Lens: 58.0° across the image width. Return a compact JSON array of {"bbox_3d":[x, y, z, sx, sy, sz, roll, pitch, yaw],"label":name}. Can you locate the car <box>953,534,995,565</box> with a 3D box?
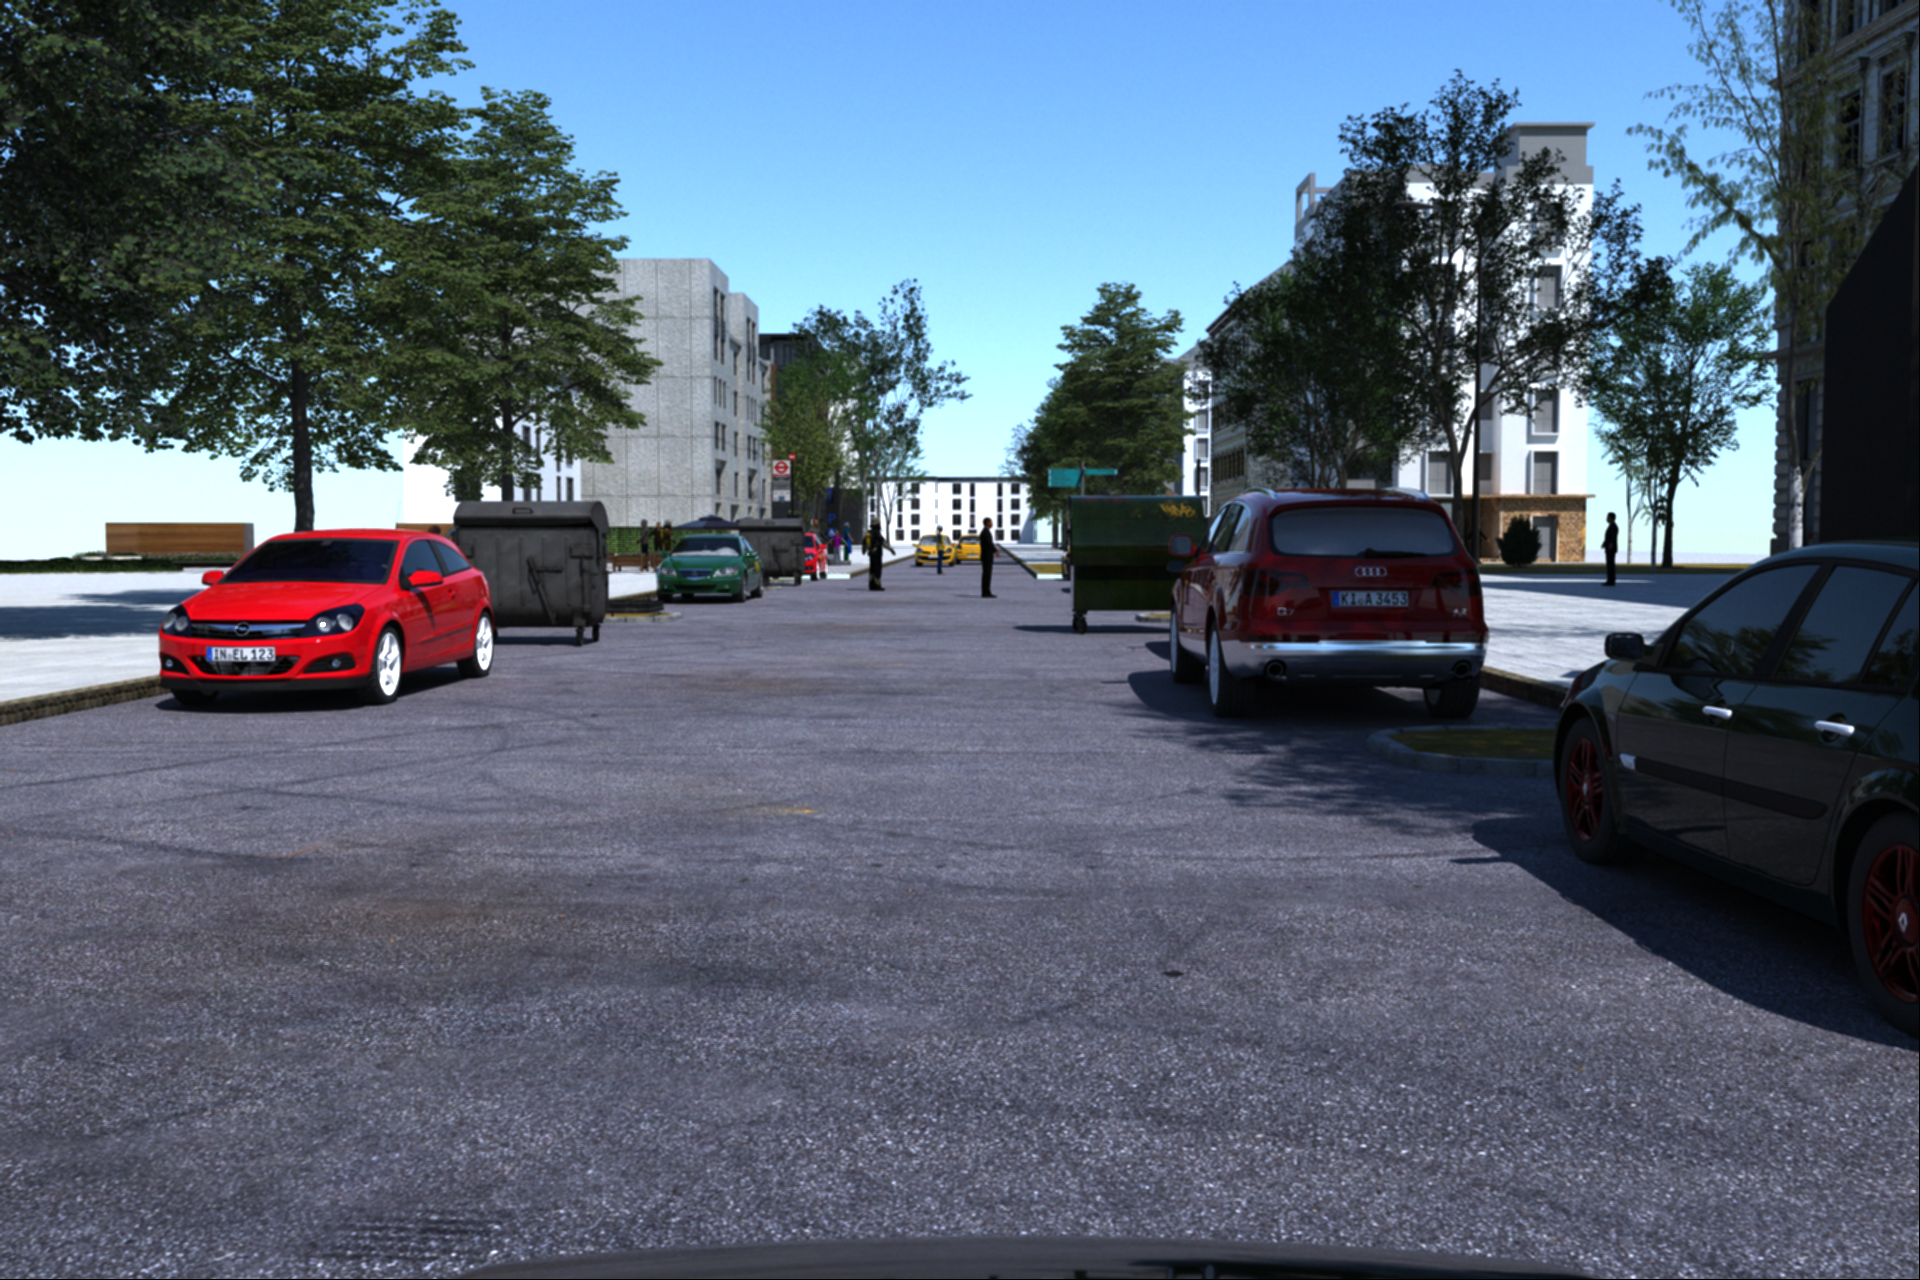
[{"bbox_3d":[0.646,-4.439,82.805,2.015,1.641,3.980,0,4,1],"label":"car"}]

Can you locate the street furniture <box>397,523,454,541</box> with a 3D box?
[{"bbox_3d":[-20.026,-4.023,72.626,11.010,1.723,9.812,-1,4,-15],"label":"street furniture"}]

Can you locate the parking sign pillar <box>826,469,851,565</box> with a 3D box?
[{"bbox_3d":[-5.237,-5.088,71.664,1.447,3.967,1.447,0,4,1],"label":"parking sign pillar"}]

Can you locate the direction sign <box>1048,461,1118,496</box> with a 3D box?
[{"bbox_3d":[4.477,-4.517,62.608,2.525,3.948,1.411,0,4,0],"label":"direction sign"}]

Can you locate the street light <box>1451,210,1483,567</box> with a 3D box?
[{"bbox_3d":[7.807,-3.166,24.310,1.470,5.913,1.316,0,4,1],"label":"street light"}]

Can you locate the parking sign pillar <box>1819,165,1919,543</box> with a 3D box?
[{"bbox_3d":[7.179,-1.524,13.384,1.447,3.967,1.447,0,4,0],"label":"parking sign pillar"}]

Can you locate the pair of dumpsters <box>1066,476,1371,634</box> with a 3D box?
[{"bbox_3d":[3.761,-1.240,25.229,4.436,2.255,1.574,0,4,1],"label":"pair of dumpsters"}]

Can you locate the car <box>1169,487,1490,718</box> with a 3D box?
[{"bbox_3d":[3.022,-0.390,15.054,2.281,1.827,5.304,0,4,1],"label":"car"}]

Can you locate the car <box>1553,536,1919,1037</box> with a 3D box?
[{"bbox_3d":[3.547,0.213,6.305,2.009,1.686,4.222,0,4,1],"label":"car"}]

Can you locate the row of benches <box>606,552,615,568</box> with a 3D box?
[{"bbox_3d":[-13.698,-2.989,64.326,1.422,0.672,4.104,0,4,7],"label":"row of benches"}]

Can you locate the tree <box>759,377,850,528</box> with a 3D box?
[{"bbox_3d":[-7.319,-8.050,81.984,4.737,8.622,4.395,0,3,0],"label":"tree"}]

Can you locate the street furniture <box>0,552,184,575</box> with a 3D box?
[{"bbox_3d":[-30.976,-2.509,56.647,10.072,0.657,5.734,-3,4,-38],"label":"street furniture"}]

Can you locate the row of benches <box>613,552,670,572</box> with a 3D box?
[{"bbox_3d":[-9.899,-2.658,58.921,4.104,0.672,1.422,0,4,8],"label":"row of benches"}]

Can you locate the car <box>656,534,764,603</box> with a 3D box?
[{"bbox_3d":[-5.380,-1.581,37.644,2.131,1.459,4.920,0,4,1],"label":"car"}]

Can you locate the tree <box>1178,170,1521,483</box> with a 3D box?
[{"bbox_3d":[9.958,-6.787,45.386,8.767,10.594,7.601,0,4,-4],"label":"tree"}]

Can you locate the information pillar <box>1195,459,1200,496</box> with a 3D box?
[{"bbox_3d":[7.406,-3.831,53.998,0.183,3.616,0.504,0,4,1],"label":"information pillar"}]

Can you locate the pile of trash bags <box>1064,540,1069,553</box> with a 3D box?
[{"bbox_3d":[5.176,-3.737,70.851,1.912,1.369,3.447,0,4,1],"label":"pile of trash bags"}]

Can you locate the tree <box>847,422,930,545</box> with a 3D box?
[{"bbox_3d":[-6.580,-14.244,158.637,9.928,11.665,9.643,0,3,0],"label":"tree"}]

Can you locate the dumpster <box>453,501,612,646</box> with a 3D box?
[{"bbox_3d":[-5.560,-0.876,22.544,1.865,1.857,1.264,0,4,1],"label":"dumpster"}]

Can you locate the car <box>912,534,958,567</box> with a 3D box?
[{"bbox_3d":[-1.093,-4.094,77.165,2.015,1.641,3.980,0,4,1],"label":"car"}]

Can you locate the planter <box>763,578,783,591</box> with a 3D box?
[{"bbox_3d":[-5.577,-1.415,44.273,1.991,0.319,1.994,0,4,1],"label":"planter"}]

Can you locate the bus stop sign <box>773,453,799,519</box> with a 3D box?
[{"bbox_3d":[-5.748,-4.189,57.190,0.855,3.939,0.416,0,4,0],"label":"bus stop sign"}]

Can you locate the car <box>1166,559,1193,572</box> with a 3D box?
[{"bbox_3d":[3.585,-0.708,20.613,2.155,1.783,4.494,0,4,1],"label":"car"}]

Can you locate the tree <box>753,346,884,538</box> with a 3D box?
[{"bbox_3d":[-7.775,-10.389,95.619,9.928,11.665,9.643,0,3,0],"label":"tree"}]

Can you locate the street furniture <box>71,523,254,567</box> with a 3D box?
[{"bbox_3d":[-32.361,-3.782,68.691,9.812,1.723,11.010,-1,4,-11],"label":"street furniture"}]

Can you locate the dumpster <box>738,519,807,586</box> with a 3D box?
[{"bbox_3d":[-5.217,-2.440,48.111,1.865,1.857,1.264,0,4,1],"label":"dumpster"}]

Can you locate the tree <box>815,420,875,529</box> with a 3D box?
[{"bbox_3d":[-7.774,-9.643,108.021,4.360,8.622,3.978,0,3,0],"label":"tree"}]

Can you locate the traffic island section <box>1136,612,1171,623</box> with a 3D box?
[{"bbox_3d":[3.941,-0.360,28.747,1.991,0.108,1.994,0,4,0],"label":"traffic island section"}]

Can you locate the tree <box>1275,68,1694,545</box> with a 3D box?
[{"bbox_3d":[10.002,-6.091,34.004,8.767,10.594,7.601,2,4,29],"label":"tree"}]

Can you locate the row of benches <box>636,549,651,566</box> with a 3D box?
[{"bbox_3d":[-13.016,-3.413,71.258,1.422,0.672,4.104,-1,4,-10],"label":"row of benches"}]

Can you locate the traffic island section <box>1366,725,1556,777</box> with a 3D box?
[{"bbox_3d":[3.707,0.714,11.200,1.991,0.108,1.994,0,4,1],"label":"traffic island section"}]

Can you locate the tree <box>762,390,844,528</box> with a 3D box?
[{"bbox_3d":[-7.697,-8.418,87.994,4.737,8.622,4.395,0,3,0],"label":"tree"}]

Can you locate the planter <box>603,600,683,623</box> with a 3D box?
[{"bbox_3d":[-5.724,-0.483,29.036,1.991,0.319,1.994,0,4,1],"label":"planter"}]

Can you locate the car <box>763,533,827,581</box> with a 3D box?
[{"bbox_3d":[-5.212,-2.777,54.449,2.155,1.783,4.494,0,4,1],"label":"car"}]

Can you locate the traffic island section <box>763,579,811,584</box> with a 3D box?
[{"bbox_3d":[-5.434,-1.726,51.083,1.991,0.108,1.994,0,4,1],"label":"traffic island section"}]

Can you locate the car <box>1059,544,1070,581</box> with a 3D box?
[{"bbox_3d":[4.141,-2.732,54.459,2.009,1.686,4.222,0,3,0],"label":"car"}]

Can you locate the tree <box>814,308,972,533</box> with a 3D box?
[{"bbox_3d":[-5.643,-17.655,144.544,12.611,20.169,13.585,0,3,0],"label":"tree"}]

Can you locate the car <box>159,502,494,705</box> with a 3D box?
[{"bbox_3d":[-5.658,-0.418,15.881,2.155,1.783,4.494,0,4,1],"label":"car"}]

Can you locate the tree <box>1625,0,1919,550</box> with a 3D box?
[{"bbox_3d":[9.310,-4.235,19.611,4.360,8.622,3.978,0,3,0],"label":"tree"}]

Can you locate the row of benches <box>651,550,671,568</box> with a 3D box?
[{"bbox_3d":[-9.881,-3.104,66.220,4.104,0.672,1.422,-1,4,-21],"label":"row of benches"}]
